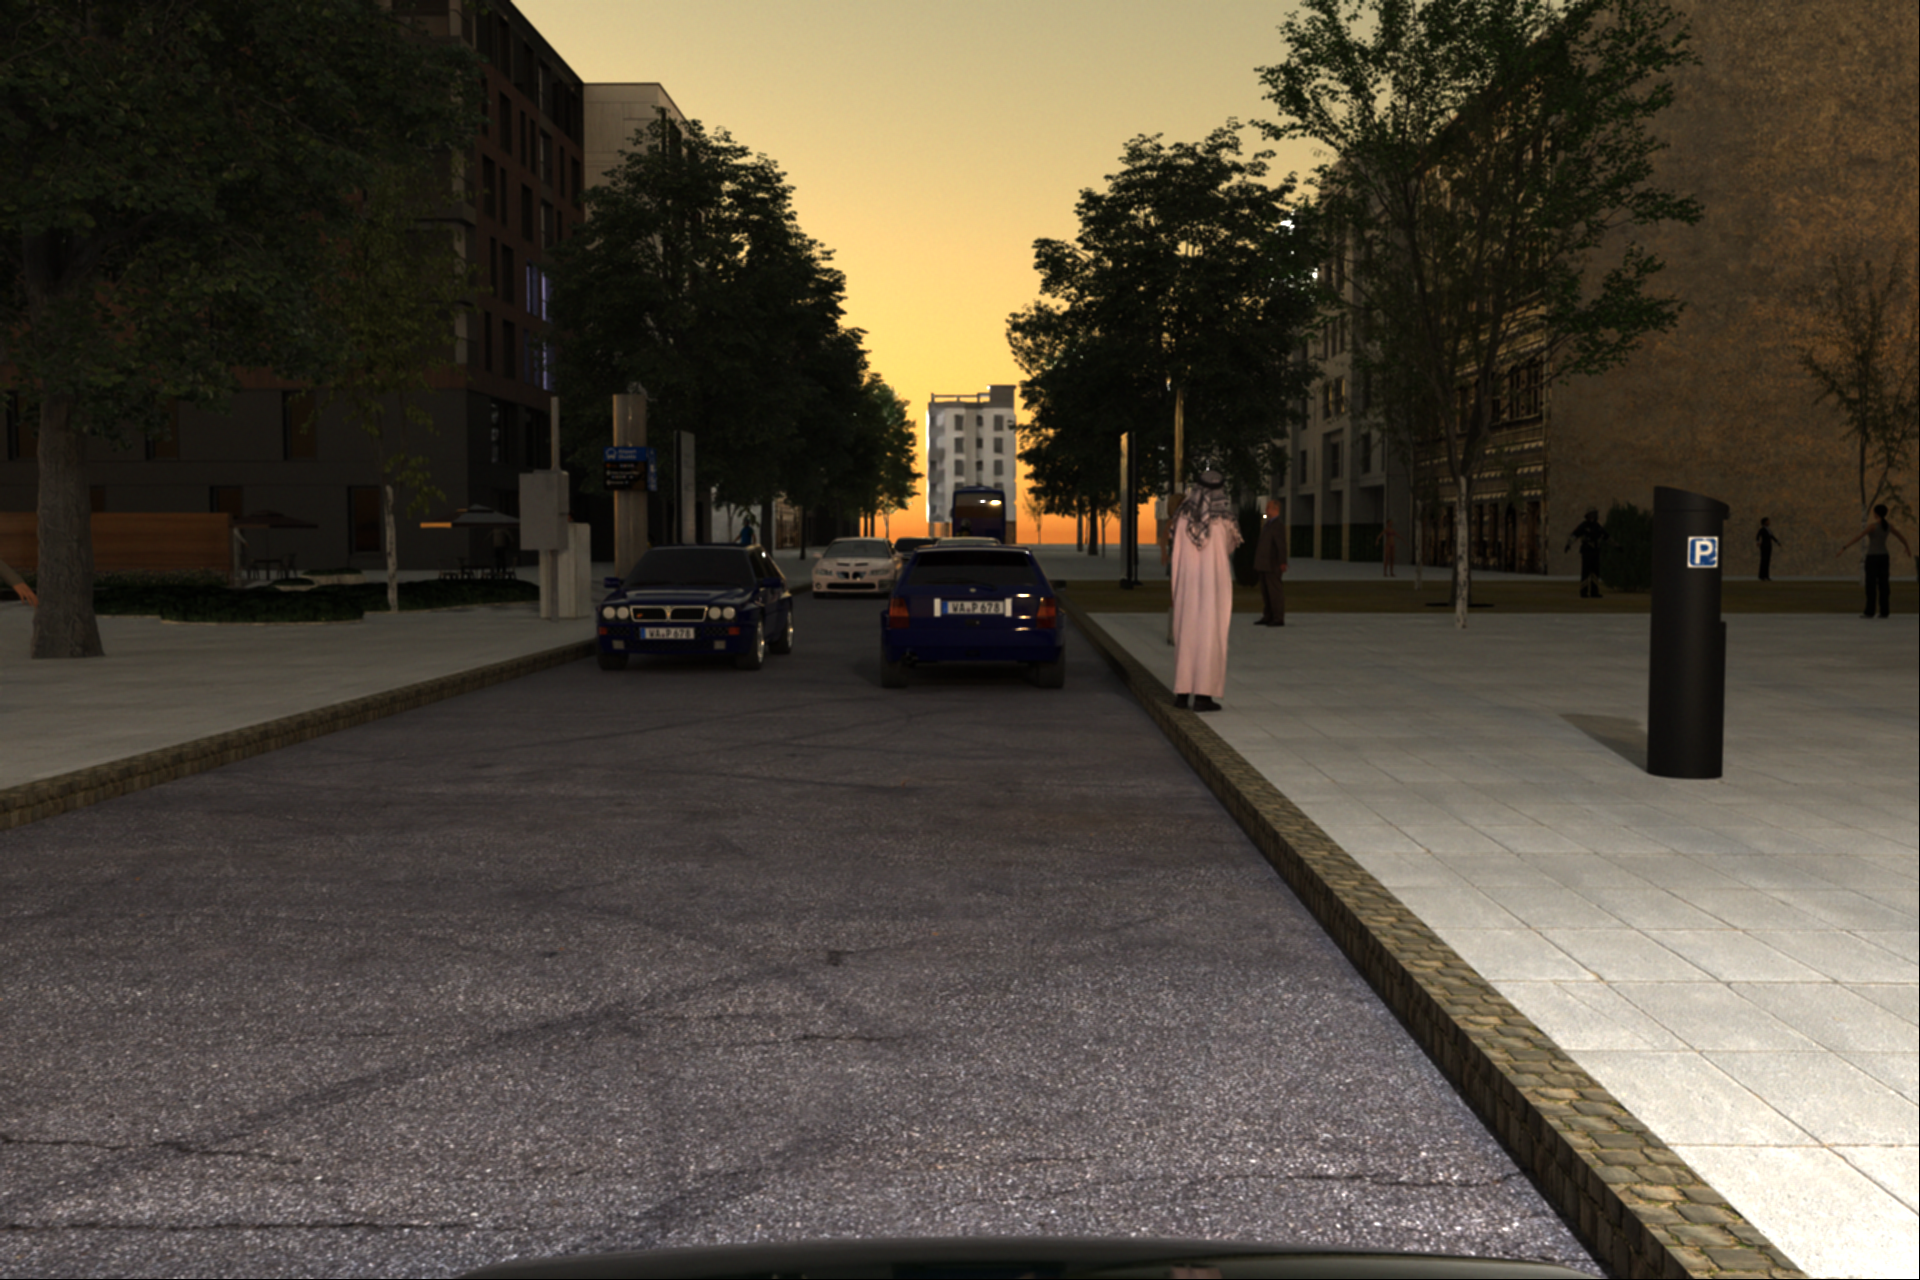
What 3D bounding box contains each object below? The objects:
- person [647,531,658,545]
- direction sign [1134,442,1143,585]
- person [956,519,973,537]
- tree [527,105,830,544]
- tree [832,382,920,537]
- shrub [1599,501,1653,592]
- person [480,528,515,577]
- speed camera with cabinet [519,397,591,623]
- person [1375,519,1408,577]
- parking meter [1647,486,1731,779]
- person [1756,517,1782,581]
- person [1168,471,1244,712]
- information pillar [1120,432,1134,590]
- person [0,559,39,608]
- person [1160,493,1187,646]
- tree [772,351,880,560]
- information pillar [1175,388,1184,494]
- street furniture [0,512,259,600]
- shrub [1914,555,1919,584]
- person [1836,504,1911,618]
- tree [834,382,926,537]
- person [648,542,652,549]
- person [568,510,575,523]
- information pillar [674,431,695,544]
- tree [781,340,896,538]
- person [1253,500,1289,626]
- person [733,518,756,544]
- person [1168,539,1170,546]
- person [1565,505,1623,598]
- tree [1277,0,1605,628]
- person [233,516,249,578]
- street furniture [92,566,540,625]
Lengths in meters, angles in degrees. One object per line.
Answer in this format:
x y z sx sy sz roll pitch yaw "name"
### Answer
-11.233 -3.342 60.572 1.347 1.837 0.705 -1 4 -21 "person"
4.407 -3.137 43.292 0.379 3.537 0.876 0 4 1 "direction sign"
0.180 -2.442 48.149 0.705 1.858 1.354 -2 4 -28 "person"
-8.595 -8.982 53.513 9.857 13.997 8.962 0 3 0 "tree"
-6.304 -11.752 117.907 9.928 11.665 9.643 0 3 0 "tree"
14.810 -2.068 38.230 1.690 2.028 1.600 0 3 0 "shrub"
-13.718 -2.779 51.570 1.348 1.813 0.705 2 4 28 "person"
-6.015 -1.922 25.757 0.660 3.252 2.038 0 4 1 "speed camera with cabinet"
13.004 -2.778 52.227 1.217 1.733 0.721 -2 4 -26 "person"
3.866 -0.048 9.198 0.372 1.533 0.369 0 3 0 "parking meter"
22.284 -2.509 47.751 1.216 1.740 0.721 -3 4 -37 "person"
1.787 -0.362 12.626 0.551 1.740 0.621 0 4 8 "person"
3.918 -3.015 40.606 0.184 3.620 1.656 0 4 0 "information pillar"
-5.218 -0.126 8.825 1.215 1.744 0.721 1 4 18 "person"
2.594 -0.812 19.887 0.721 1.753 1.214 2 4 33 "person"
-7.496 -9.259 85.805 7.601 10.594 8.767 -1 4 -17 "tree"
3.555 -2.251 28.153 0.183 3.616 0.504 0 4 1 "information pillar"
-19.489 -1.786 36.059 9.812 1.723 11.010 -1 4 -20 "street furniture"
22.266 -1.731 39.416 1.383 1.207 1.383 0 3 0 "shrub"
14.005 -1.205 26.518 1.217 1.737 0.721 0 4 -7 "person"
-6.297 -12.934 129.591 7.486 12.596 7.792 0 3 0 "tree"
-8.029 -2.283 43.299 0.705 1.833 1.349 -2 4 -30 "person"
-8.401 -1.893 37.225 0.705 1.796 1.348 0 4 -4 "person"
-6.367 -2.987 40.147 0.184 3.620 1.656 0 4 1 "information pillar"
-7.305 -11.207 101.362 7.486 12.596 7.792 0 3 0 "tree"
4.331 -1.078 24.225 0.434 1.755 0.990 -1 4 -11 "person"
-7.002 -3.087 56.603 0.704 1.817 1.347 -3 5 -40 "person"
7.223 -3.010 55.404 1.347 1.806 0.705 -1 4 -19 "person"
12.738 -1.783 34.925 1.354 1.856 0.705 -1 4 -17 "person"
7.039 -4.473 23.491 4.360 8.622 3.978 0 3 0 "tree"
-21.244 -2.731 50.841 0.705 1.806 1.347 -3 5 -44 "person"
-10.719 -0.847 29.469 5.734 0.657 10.072 1 4 12 "street furniture"
